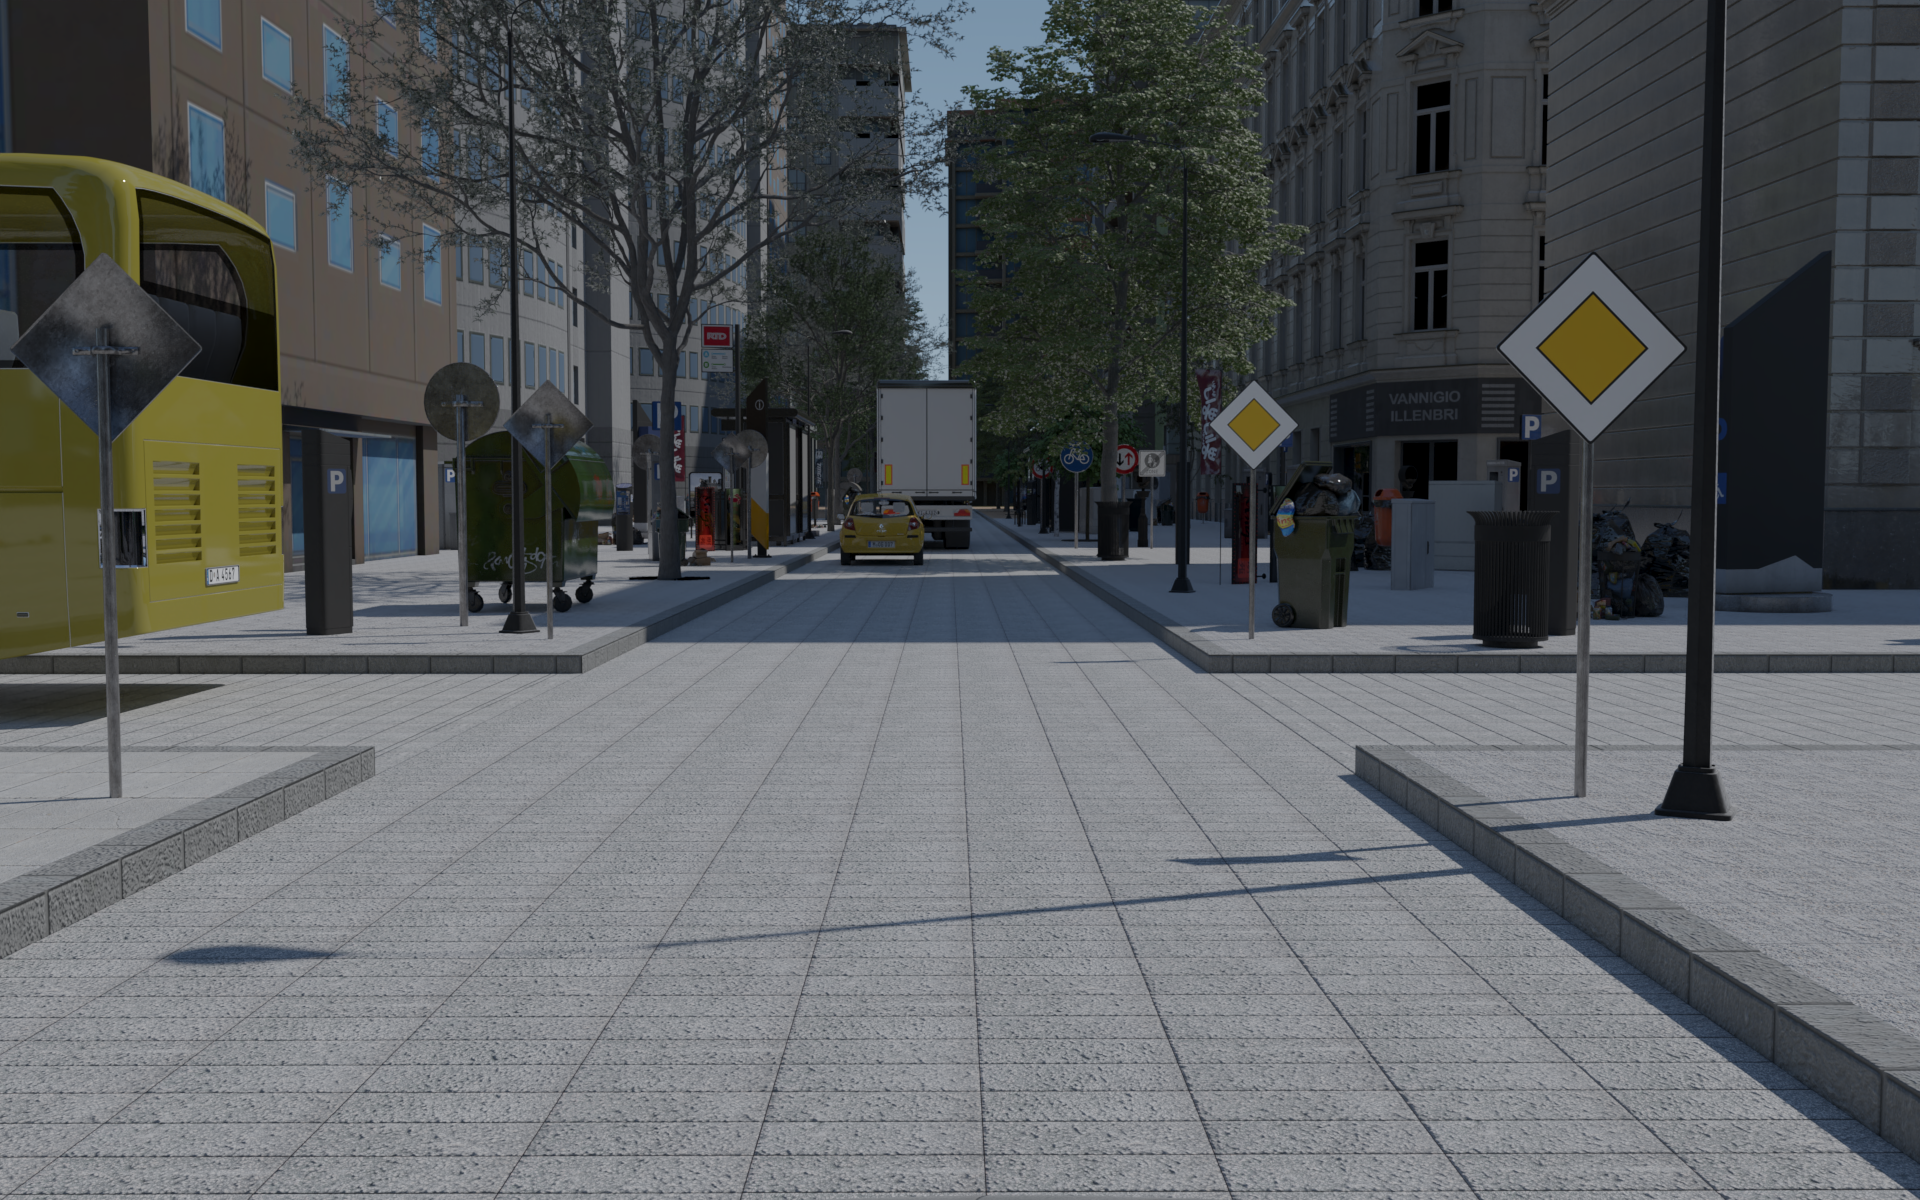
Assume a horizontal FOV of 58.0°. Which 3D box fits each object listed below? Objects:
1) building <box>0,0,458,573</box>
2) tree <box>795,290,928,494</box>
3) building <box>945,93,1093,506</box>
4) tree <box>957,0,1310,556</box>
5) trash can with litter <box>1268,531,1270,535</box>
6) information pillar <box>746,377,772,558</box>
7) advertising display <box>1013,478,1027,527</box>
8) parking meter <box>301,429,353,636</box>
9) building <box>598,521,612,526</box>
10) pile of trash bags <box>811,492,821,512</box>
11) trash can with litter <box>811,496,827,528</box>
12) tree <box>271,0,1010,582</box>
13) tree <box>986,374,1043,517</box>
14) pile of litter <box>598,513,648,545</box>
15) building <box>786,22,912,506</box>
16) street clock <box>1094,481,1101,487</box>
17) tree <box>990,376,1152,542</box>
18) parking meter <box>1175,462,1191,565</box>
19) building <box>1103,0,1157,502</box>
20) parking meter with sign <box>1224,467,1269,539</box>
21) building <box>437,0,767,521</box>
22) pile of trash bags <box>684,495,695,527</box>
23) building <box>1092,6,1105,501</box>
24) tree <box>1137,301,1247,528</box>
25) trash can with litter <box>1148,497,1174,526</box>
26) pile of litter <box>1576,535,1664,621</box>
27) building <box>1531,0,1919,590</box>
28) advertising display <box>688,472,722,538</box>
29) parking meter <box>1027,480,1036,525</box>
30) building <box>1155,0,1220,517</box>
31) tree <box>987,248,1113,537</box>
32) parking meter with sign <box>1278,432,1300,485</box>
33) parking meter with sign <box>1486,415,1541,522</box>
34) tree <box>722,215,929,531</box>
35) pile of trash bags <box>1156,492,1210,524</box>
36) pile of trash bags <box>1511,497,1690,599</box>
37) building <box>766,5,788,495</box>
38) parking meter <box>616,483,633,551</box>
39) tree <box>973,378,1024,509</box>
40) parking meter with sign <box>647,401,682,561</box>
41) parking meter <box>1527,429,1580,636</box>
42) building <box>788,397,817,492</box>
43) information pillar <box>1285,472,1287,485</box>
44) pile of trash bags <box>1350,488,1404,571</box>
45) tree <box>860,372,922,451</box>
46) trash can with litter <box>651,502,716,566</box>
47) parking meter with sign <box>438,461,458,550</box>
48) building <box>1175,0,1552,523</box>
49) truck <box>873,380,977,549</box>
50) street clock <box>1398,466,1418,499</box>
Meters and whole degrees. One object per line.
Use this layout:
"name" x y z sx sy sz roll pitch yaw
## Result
"building" -17.658 -23.173 28.984 14.600 45.320 14.200 0 4 0
"tree" -4.818 -10.511 89.978 7.486 12.596 7.792 0 3 0
"building" 11.137 -32.874 192.108 28.867 44.769 22.147 0 4 0
"tree" 3.491 -7.194 35.752 7.486 12.596 7.792 0 3 0
"trash can with litter" 9.974 -2.667 54.655 1.678 1.210 2.233 -2 4 -33
"information pillar" -4.060 -2.659 34.828 0.504 3.616 0.183 2 4 27
"advertising display" 2.533 -4.148 73.033 0.123 1.923 0.974 2 4 32
"parking meter" -5.779 -0.620 15.850 0.255 1.863 0.399 2 4 25
"building" -24.338 -31.541 57.691 21.231 58.520 28.212 0 4 0
"pile of trash bags" -8.182 -4.387 81.472 3.447 1.369 1.912 1 4 17
"trash can with litter" -5.621 -3.332 65.528 1.678 1.210 2.233 0 3 0
"tree" -4.393 -7.051 25.654 12.009 13.543 11.850 0 3 0
"tree" 3.597 -8.896 95.819 4.360 8.622 3.978 0 3 0
"pile of litter" -8.732 -1.829 43.863 1.719 0.858 1.176 -1 4 -15
"building" -17.247 -37.108 195.949 27.495 52.752 28.713 0 4 0
"street clock" 6.769 -5.008 86.457 0.471 2.002 0.358 -2 4 -32
"tree" 3.540 -3.876 47.089 4.285 4.588 4.351 0 3 0
"parking meter" 4.070 -1.586 31.635 0.255 1.863 0.399 0 4 5
"building" 21.385 -30.215 117.721 21.300 48.544 21.600 0 4 0
"parking meter with sign" 8.489 -3.276 49.816 1.738 3.016 0.543 1 4 23
"building" -23.601 -34.357 103.739 21.231 58.520 28.212 0 4 0
"pile of trash bags" -11.380 -3.540 67.636 1.912 1.369 3.447 0 4 -2
"building" 21.423 -36.714 142.277 21.231 58.520 28.212 0 4 0
"tree" 8.575 -6.981 64.499 4.360 8.622 3.978 0 3 0
"trash can with litter" 8.130 -3.584 69.986 1.055 1.170 0.624 1 4 12
"pile of litter" 6.653 -0.255 18.139 1.719 0.858 1.176 -1 4 -21
"building" 23.645 -14.117 28.082 25.104 27.353 12.463 0 4 0
"advertising display" -7.369 -2.751 50.189 0.974 1.923 0.123 -1 4 -18
"parking meter" 2.940 -4.013 71.323 0.255 1.863 0.399 2 4 32
"building" 18.163 -25.457 99.819 14.154 41.232 14.086 0 4 0
"tree" 2.872 -6.236 52.315 4.737 8.622 4.395 0 3 0
"parking meter with sign" 8.494 -2.878 43.309 0.543 3.016 1.738 -1 4 -21
"parking meter with sign" 12.210 -2.608 38.899 0.543 3.016 1.738 -2 4 -23
"tree" -4.639 -7.618 58.969 8.767 10.594 7.601 2 4 31
"pile of trash bags" 9.169 -4.020 75.472 3.447 1.369 1.912 1 4 12
"pile of trash bags" 8.869 -0.760 22.186 3.447 1.369 1.912 -1 4 -10
"building" -20.134 -29.107 126.005 14.600 45.320 14.200 0 4 0
"parking meter" -7.571 -1.875 39.068 0.372 1.533 0.369 0 3 0
"tree" 3.233 -13.690 149.593 9.928 11.665 9.643 0 3 0
"parking meter with sign" -5.752 -2.271 33.393 0.543 3.016 1.738 -1 4 -17
"parking meter" 5.407 -0.617 15.798 0.255 1.863 0.399 -3 5 -43
"building" -28.563 -50.929 145.355 31.000 86.520 22.319 0 4 0
"information pillar" 10.978 -3.236 57.407 0.304 2.012 0.304 -2 4 -26
"pile of trash bags" 6.782 -1.183 29.091 1.912 1.369 3.447 0 4 -3
"tree" -4.947 -12.789 134.847 9.928 11.665 9.643 0 3 0
"trash can with litter" -4.935 -1.193 30.895 1.055 1.170 0.624 -2 4 -35
"parking meter with sign" -12.012 -2.683 40.127 1.738 3.016 0.543 3 4 36
"building" 19.751 -17.857 68.372 17.030 29.872 44.131 0 4 0
"truck" -1.036 -3.625 48.189 2.839 4.237 11.283 0 4 -2
"street clock" 11.455 -2.432 44.341 0.471 2.002 0.358 -2 4 -32
